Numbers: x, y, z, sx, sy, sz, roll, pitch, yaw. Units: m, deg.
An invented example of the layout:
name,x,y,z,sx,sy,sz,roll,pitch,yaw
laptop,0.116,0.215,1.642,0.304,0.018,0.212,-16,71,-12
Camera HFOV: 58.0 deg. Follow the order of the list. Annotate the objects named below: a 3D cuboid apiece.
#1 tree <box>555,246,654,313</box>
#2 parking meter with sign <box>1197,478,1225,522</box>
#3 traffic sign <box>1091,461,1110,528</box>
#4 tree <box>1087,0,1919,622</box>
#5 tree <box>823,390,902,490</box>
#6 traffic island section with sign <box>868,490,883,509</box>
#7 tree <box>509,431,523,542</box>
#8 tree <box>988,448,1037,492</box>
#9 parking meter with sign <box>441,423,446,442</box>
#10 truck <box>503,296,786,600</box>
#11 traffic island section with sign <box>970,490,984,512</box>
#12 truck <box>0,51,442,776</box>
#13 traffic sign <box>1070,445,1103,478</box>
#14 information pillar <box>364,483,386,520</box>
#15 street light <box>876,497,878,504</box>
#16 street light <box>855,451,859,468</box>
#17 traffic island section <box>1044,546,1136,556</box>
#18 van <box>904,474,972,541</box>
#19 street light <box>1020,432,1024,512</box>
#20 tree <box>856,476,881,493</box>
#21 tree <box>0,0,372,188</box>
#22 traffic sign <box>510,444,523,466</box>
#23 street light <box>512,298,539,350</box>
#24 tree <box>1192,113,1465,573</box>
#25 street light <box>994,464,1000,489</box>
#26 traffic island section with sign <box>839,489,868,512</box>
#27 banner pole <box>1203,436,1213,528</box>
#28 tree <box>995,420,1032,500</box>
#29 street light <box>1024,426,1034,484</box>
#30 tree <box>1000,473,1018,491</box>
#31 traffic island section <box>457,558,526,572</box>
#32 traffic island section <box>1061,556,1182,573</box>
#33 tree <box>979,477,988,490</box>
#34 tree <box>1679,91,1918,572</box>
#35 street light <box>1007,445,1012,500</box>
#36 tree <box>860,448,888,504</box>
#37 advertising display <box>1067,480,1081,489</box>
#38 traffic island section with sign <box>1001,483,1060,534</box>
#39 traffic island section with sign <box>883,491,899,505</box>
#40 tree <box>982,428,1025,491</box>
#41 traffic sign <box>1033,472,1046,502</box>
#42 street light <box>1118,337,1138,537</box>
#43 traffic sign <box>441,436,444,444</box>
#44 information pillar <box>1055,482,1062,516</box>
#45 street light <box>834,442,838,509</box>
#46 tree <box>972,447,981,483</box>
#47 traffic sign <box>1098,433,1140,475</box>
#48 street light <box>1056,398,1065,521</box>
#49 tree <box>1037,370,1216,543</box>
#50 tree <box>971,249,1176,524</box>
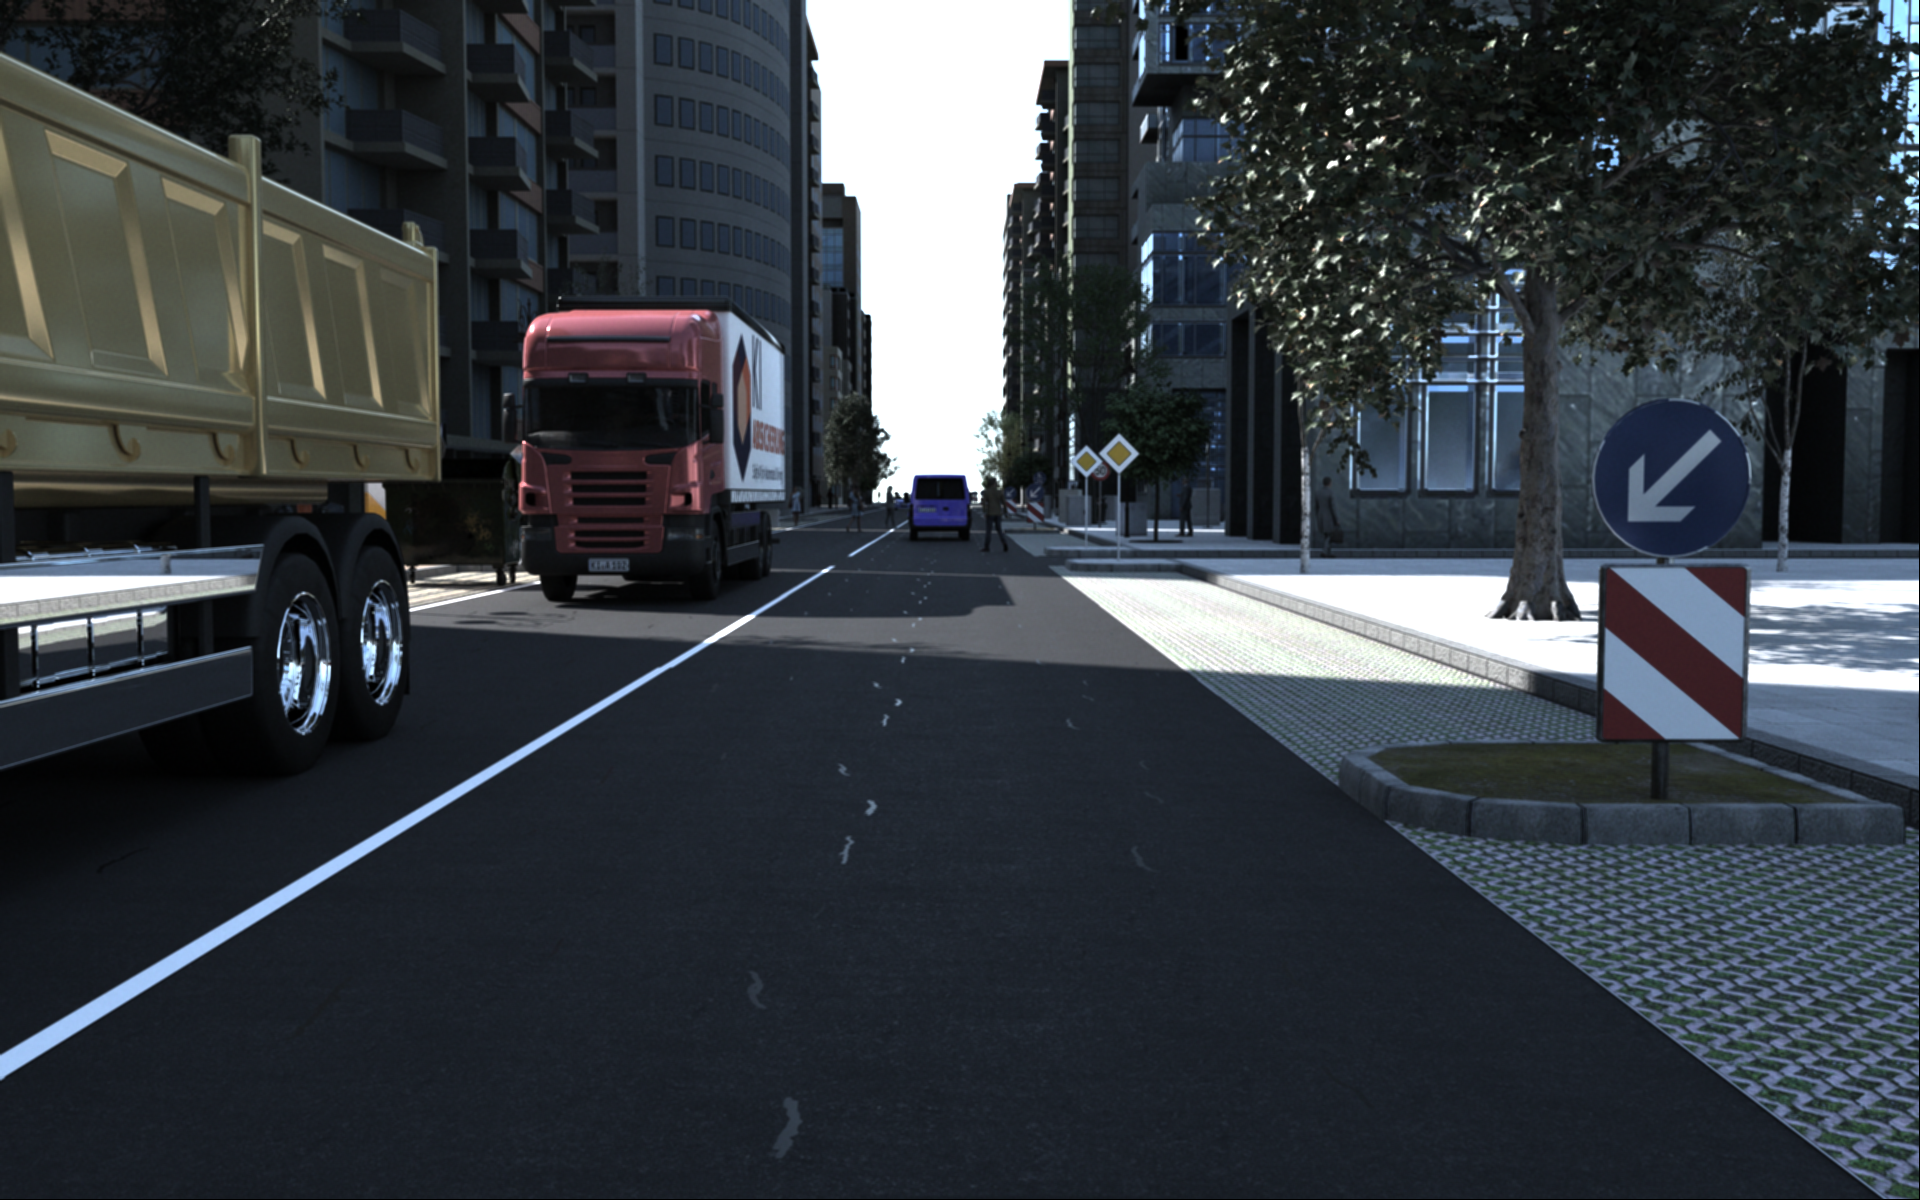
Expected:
name,x,y,z,sx,sy,sz,roll,pitch,yaw
tree,-10.488,-6.254,52.618,4.360,8.622,3.978,0,3,0
parking meter with sign,11.357,-5.127,80.093,1.738,3.016,0.543,1,4,17
traffic sign,5.320,-4.020,65.830,0.768,2.556,0.104,0,4,1
tree,6.003,-6.158,17.686,9.611,12.733,9.660,0,3,0
tree,-11.560,-16.728,190.502,9.611,12.733,9.660,0,3,0
traffic island section with sign,-8.774,-9.723,167.593,1.989,1.847,2.006,0,4,0
tree,-11.332,-3.185,46.681,1.663,3.219,1.824,0,3,0
tree,5.043,-8.450,121.869,4.285,4.588,4.351,0,3,0
parking meter with sign,-13.454,-2.813,42.250,1.738,3.016,0.543,-3,4,-38
truck,-4.472,-2.319,26.835,2.839,4.237,11.283,0,4,0
traffic island section with sign,2.142,-9.741,167.900,1.989,1.847,2.006,0,4,0
truck,-4.568,-0.644,6.447,3.469,3.379,9.791,0,4,-1
traffic sign,3.003,-2.368,40.902,0.795,2.593,0.064,0,4,0
information pillar,-9.789,-2.310,29.115,0.183,3.616,0.504,2,4,32
street light,-11.156,-15.908,232.890,0.468,5.910,1.993,0,4,0
street light,-10.828,-12.790,181.896,0.468,5.910,1.993,0,4,0
traffic island section,3.027,-1.144,40.985,2.009,0.180,2.903,0,4,0
van,-0.677,-3.103,55.116,2.240,2.365,5.245,0,4,-2
street light,4.614,-9.407,126.588,0.468,5.910,1.993,0,4,0
tree,-11.500,-14.152,215.104,4.285,4.588,4.351,0,3,0
tree,-9.764,-5.051,16.992,7.601,10.594,8.767,0,4,-1
traffic sign,-8.156,-1.878,32.888,0.795,2.593,0.064,0,4,0
street light,-10.169,-4.174,41.041,0.468,5.910,1.993,0,4,0
tree,5.791,-4.728,27.665,4.360,8.622,3.978,0,3,0
street light,4.272,-14.498,209.827,0.468,5.910,1.993,0,4,0
traffic island section with sign,-8.647,-7.965,138.855,1.989,1.847,2.006,0,4,0
banner pole,9.364,-4.617,65.509,0.401,3.779,0.863,0,4,1
tree,5.213,-13.661,173.719,4.737,8.622,4.395,0,3,0
street light,4.720,-8.739,115.674,0.468,5.910,1.993,0,4,0
tree,4.551,-9.882,156.171,1.663,3.219,1.824,0,3,0
traffic island section,-8.179,-0.653,32.955,2.009,0.180,2.903,0,4,0
traffic island section,3.062,-0.656,33.000,2.009,0.180,2.903,0,4,0
tree,4.691,-17.538,270.451,4.285,4.588,4.351,0,3,0
tree,13.474,-4.781,28.531,4.360,8.622,3.978,0,3,0
street light,4.520,-11.407,159.285,0.468,5.910,1.993,0,4,0
tree,-11.213,-16.866,226.122,4.360,8.622,3.978,0,3,0
advertising display,5.267,-4.582,80.128,0.123,1.923,0.974,-2,4,-29
traffic island section with sign,2.600,-3.334,63.136,1.989,1.847,2.006,0,4,0
traffic island section with sign,-9.024,-13.052,222.029,1.989,1.847,2.006,0,4,0
tree,4.905,-14.499,187.420,4.360,8.622,3.978,0,3,0
traffic sign,4.506,-5.985,97.956,0.768,2.556,0.104,0,4,4
street light,4.952,-4.796,51.195,0.468,5.910,1.993,0,4,0
traffic sign,-10.325,-2.041,33.478,0.768,2.556,0.104,0,4,2
information pillar,5.804,-5.950,101.780,0.304,2.012,0.304,-2,4,-33
street light,-10.694,-10.823,149.746,0.468,5.910,1.993,0,4,0
tree,3.963,-19.148,263.433,4.360,8.622,3.978,0,3,0
traffic sign,3.039,-1.879,32.917,0.795,2.593,0.064,0,4,0
street light,4.820,-6.770,83.470,0.468,5.910,1.993,0,4,0
tree,5.183,-3.813,46.064,4.285,4.588,4.351,0,3,0
tree,5.599,-9.033,73.446,9.928,11.665,9.643,0,3,0
